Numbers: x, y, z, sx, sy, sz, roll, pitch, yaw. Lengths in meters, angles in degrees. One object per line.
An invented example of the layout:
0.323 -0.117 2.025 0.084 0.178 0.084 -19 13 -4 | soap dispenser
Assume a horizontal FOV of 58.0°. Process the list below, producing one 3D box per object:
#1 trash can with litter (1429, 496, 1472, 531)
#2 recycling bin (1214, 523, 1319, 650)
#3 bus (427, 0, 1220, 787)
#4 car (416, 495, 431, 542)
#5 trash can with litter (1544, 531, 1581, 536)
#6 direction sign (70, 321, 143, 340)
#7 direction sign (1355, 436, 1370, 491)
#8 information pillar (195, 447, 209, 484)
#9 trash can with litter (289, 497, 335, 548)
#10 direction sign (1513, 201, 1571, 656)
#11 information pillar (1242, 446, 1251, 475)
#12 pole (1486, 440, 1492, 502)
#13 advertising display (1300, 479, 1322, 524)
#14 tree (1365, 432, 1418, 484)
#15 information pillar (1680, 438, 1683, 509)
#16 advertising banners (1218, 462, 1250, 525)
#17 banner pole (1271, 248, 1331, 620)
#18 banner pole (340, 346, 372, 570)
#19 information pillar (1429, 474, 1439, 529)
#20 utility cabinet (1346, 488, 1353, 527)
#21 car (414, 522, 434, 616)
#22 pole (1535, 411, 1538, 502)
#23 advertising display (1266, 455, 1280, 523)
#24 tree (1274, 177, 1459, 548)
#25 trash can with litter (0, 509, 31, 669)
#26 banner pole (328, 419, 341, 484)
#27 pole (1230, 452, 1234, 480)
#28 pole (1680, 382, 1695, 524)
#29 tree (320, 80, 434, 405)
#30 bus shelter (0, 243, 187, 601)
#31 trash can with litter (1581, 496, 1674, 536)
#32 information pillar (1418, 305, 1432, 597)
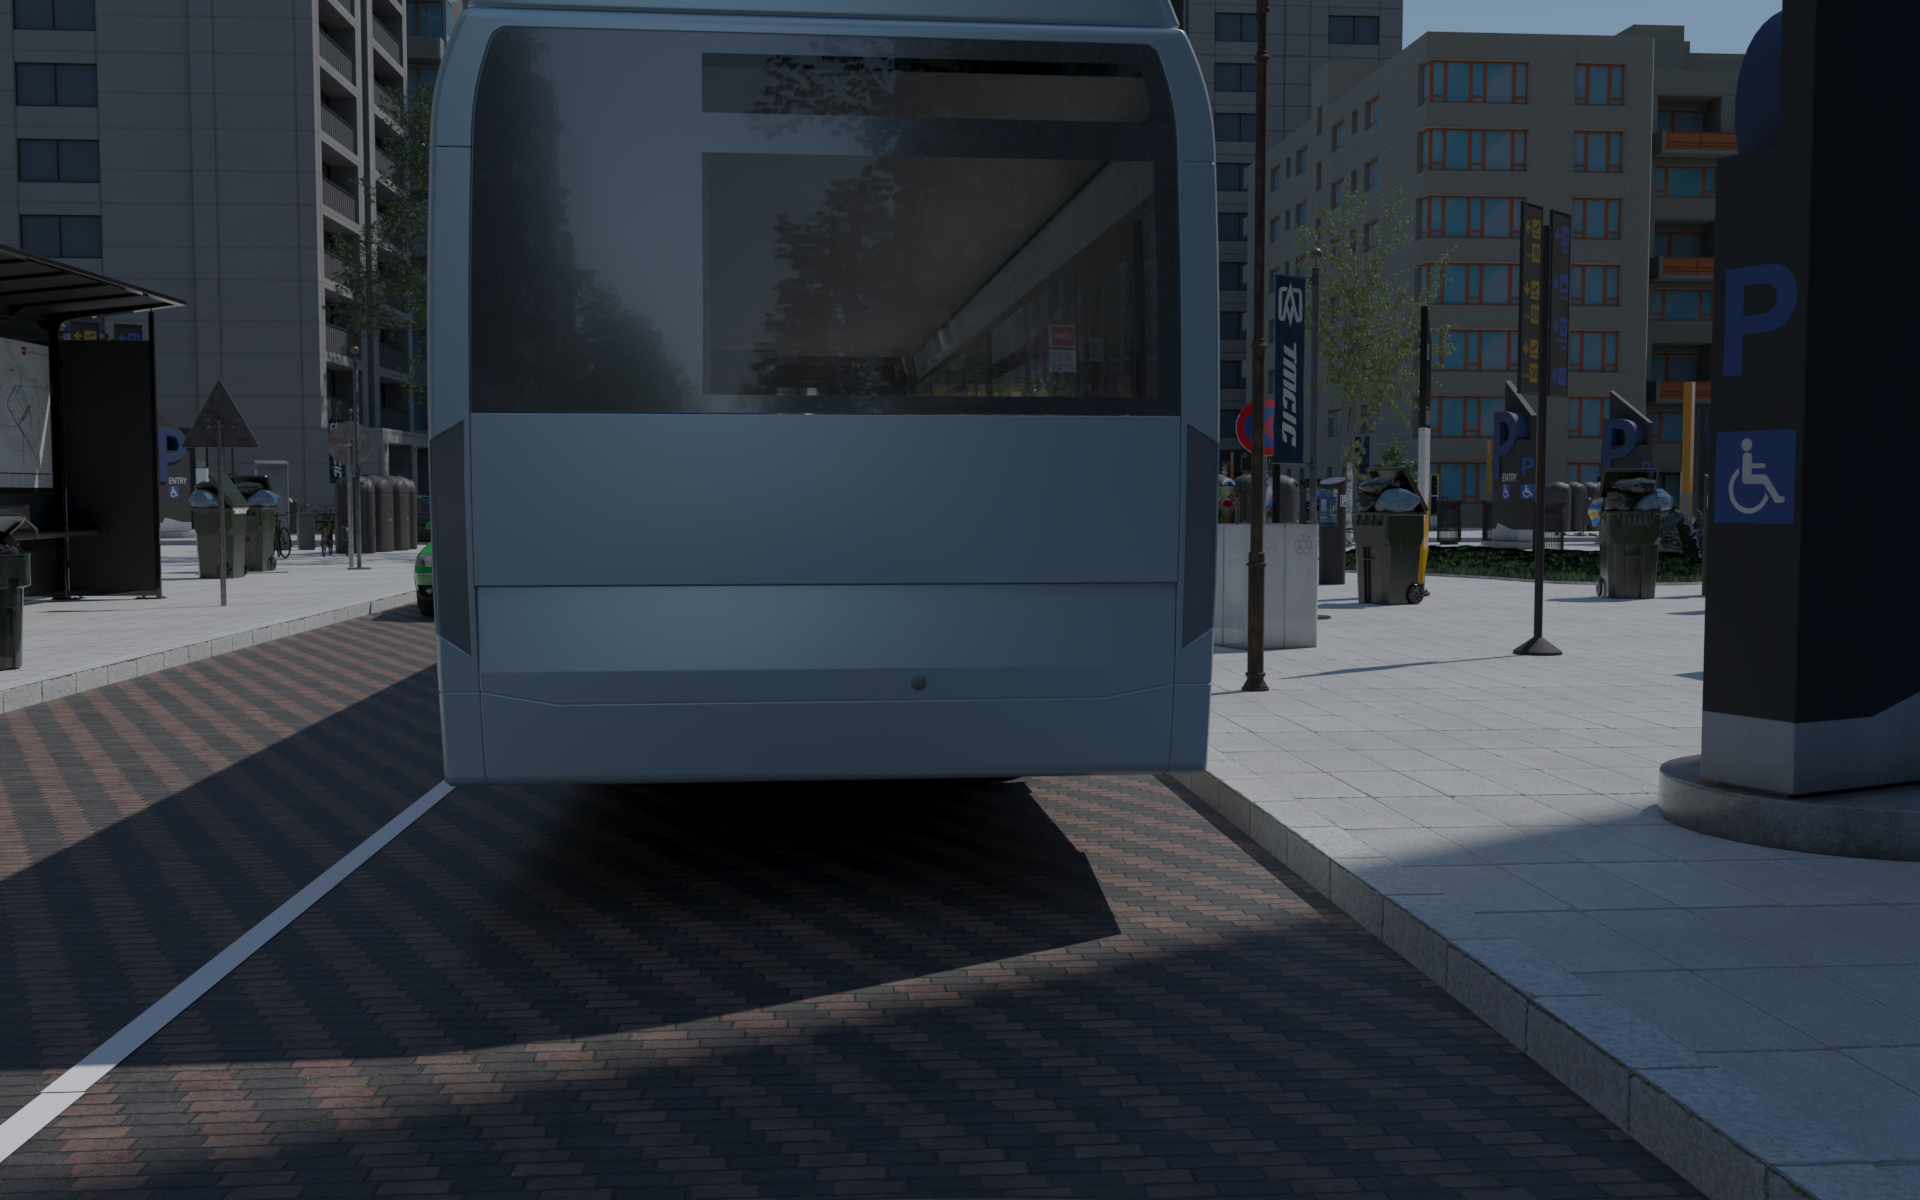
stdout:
16.861 -3.018 60.398 1.678 1.210 2.233 0 4 -6 | trash can with litter
2.536 -0.127 14.637 0.722 1.027 0.722 -2 4 -23 | recycling bin
-1.116 -1.059 12.180 2.948 3.499 13.247 0 4 -6 | bus
-14.572 -2.251 46.597 4.222 1.686 2.009 0 4 -3 | car
18.999 -2.571 53.086 2.233 1.210 1.678 2 4 31 | trash can with litter
-11.266 -1.895 22.974 0.876 3.537 0.379 -3 5 -41 | direction sign
15.785 -4.653 68.069 0.379 3.537 0.876 -2 4 -25 | direction sign
-24.347 -3.934 55.673 0.504 3.616 0.183 2 4 25 | information pillar
-15.815 -1.866 41.572 2.233 1.210 1.678 0 4 4 | trash can with litter
4.634 -1.333 13.789 0.379 3.537 0.876 3 5 42 | direction sign
13.117 -5.380 79.316 0.504 3.616 0.183 1 4 8 | information pillar
19.961 -4.377 65.399 0.158 3.312 0.155 0 3 0 | pole
14.616 -4.097 72.199 0.974 1.923 0.123 -1 4 -16 | advertising display
13.306 -3.617 53.733 1.663 3.219 1.824 0 3 0 | tree
26.569 -4.420 63.630 0.183 3.616 0.504 1 4 11 | information pillar
3.191 -1.760 24.964 2.074 3.025 0.090 2 4 33 | advertising banners
3.445 -1.686 17.586 0.863 3.779 0.401 -3 5 -39 | banner pole
-10.144 -2.396 29.185 0.401 3.779 0.863 -1 4 -23 | banner pole
17.641 -3.665 64.421 0.304 2.012 0.304 1 4 18 | information pillar
14.586 -3.483 65.625 0.318 1.500 1.173 2 4 25 | utility cabinet
-5.587 -0.798 21.837 1.959 1.807 4.718 0 4 -4 | car
14.157 -2.964 42.309 0.158 3.312 0.155 0 3 0 | pole
5.029 -1.410 28.260 0.123 1.923 0.974 0 4 -5 | advertising display
9.555 -5.562 41.303 4.737 8.622 4.395 0 3 0 | tree
-7.351 -0.078 12.669 1.055 1.170 0.624 1 4 19 | trash can with litter
-18.124 -3.724 50.912 0.863 3.779 0.401 -2 4 -30 | banner pole
13.295 -5.558 84.709 0.158 3.312 0.155 0 3 0 | pole
13.272 -2.309 31.603 0.158 3.312 0.155 0 3 0 | pole
-9.386 -6.223 36.165 8.767 10.594 7.601 0 4 -2 | tree
-10.004 -1.637 18.051 1.731 3.624 6.357 0 4 -5 | bus shelter
15.614 -1.722 39.216 1.678 1.210 2.233 -2 4 -33 | trash can with litter
5.842 -1.862 21.805 0.183 3.616 0.504 1 4 22 | information pillar
